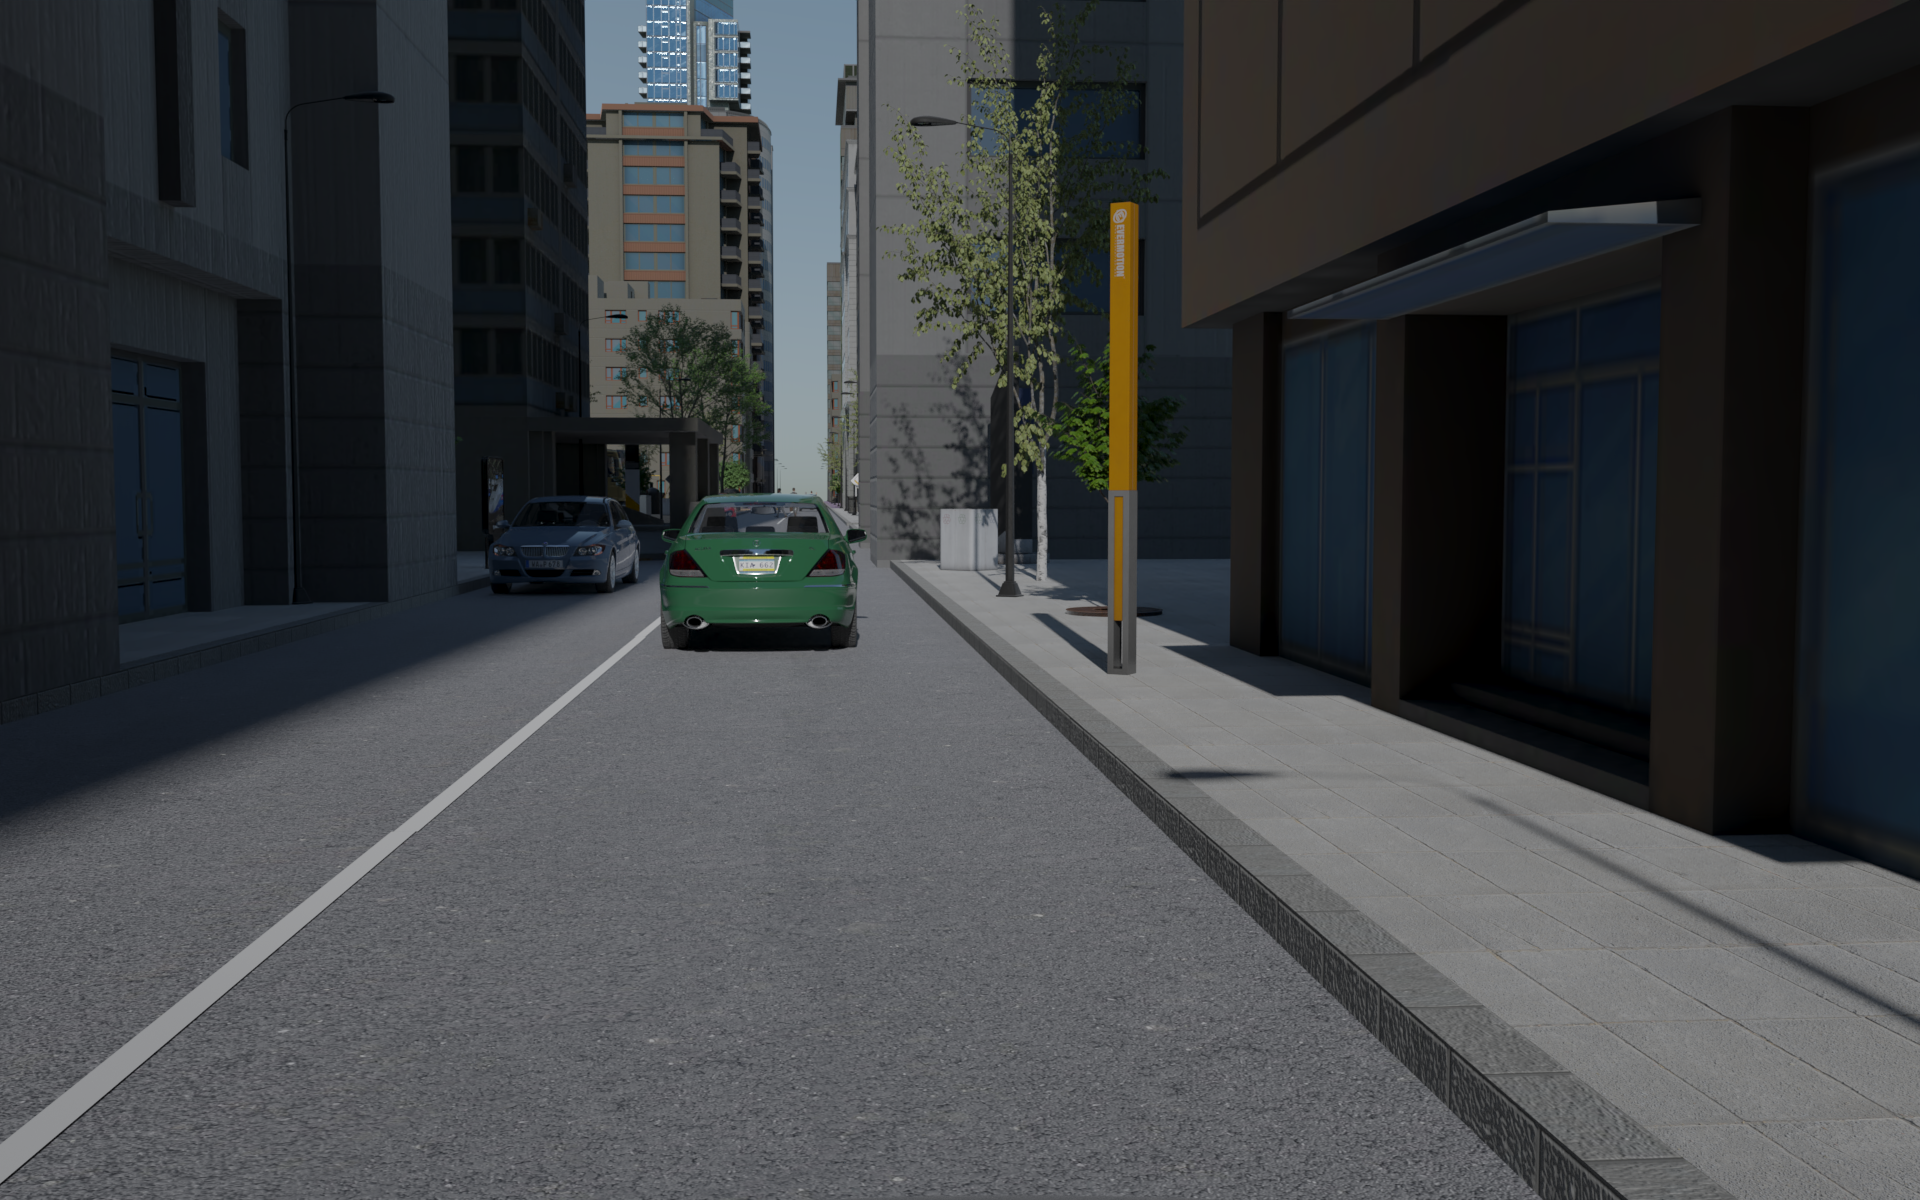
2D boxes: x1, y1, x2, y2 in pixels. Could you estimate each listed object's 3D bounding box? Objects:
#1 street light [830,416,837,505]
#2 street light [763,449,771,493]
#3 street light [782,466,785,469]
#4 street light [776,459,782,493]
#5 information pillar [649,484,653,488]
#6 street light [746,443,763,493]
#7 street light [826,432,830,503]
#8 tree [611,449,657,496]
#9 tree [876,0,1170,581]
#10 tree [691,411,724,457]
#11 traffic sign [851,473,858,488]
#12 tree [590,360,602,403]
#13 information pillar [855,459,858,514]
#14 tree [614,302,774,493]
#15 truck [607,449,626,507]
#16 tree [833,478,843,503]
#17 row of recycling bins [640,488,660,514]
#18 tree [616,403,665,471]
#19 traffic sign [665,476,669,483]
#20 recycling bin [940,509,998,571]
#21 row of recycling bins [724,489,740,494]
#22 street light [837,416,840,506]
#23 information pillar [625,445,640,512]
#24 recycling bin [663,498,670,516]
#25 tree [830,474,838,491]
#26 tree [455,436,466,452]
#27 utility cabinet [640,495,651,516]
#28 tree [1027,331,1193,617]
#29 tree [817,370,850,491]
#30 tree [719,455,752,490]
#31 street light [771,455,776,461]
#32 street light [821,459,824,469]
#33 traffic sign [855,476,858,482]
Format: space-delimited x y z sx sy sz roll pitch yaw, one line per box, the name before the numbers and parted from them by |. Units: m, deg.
street light | -6.878 -8.017 103.616 1.470 5.913 1.316 0 4 -5
street light | -20.676 -12.665 179.607 1.470 5.913 1.316 0 4 -5
street light | -27.633 -17.712 262.135 1.470 5.913 1.316 0 4 -5
street light | -25.549 -16.204 237.475 1.470 5.913 1.316 0 4 -5
information pillar | -20.139 -6.612 112.591 0.304 2.012 0.304 3 5 42
street light | -18.548 -11.134 154.582 1.470 5.913 1.316 0 4 -5
street light | -9.062 -9.585 129.254 1.470 5.913 1.316 0 4 -5
tree | -12.256 -4.361 65.907 1.663 3.219 1.824 0 3 0
tree | 0.972 -4.583 25.297 4.737 8.622 4.395 0 3 0
tree | -22.407 -12.275 151.060 4.737 8.622 4.395 0 3 0
traffic sign | -4.604 -4.614 79.088 0.795 2.450 0.064 0 4 -5
tree | -18.810 -7.953 80.396 4.360 8.622 3.978 0 3 0
information pillar | -6.879 -7.523 114.362 0.183 3.616 0.504 0 4 -7
tree | -15.172 -10.368 95.277 9.928 11.665 9.643 0 3 0
truck | -18.085 -4.760 73.750 9.791 3.379 3.469 0 4 -3
tree | -17.157 -15.518 248.313 1.663 3.219 1.824 0 3 0
row of recycling bins | -20.394 -6.243 109.191 1.069 1.692 3.534 3 4 37
tree | -24.762 -11.322 135.478 4.360 8.622 3.978 0 3 0
traffic sign | -11.601 -4.090 70.507 0.795 2.450 0.064 0 4 -5
recycling bin | 0.154 -1.020 29.232 0.722 1.027 0.722 3 5 41
row of recycling bins | -17.829 -7.804 134.702 1.069 1.692 3.534 -1 4 -18
street light | -4.728 -6.509 78.962 1.470 5.913 1.316 0 4 -5
information pillar | -11.045 -4.105 58.465 0.504 3.616 0.183 -1 4 -14
recycling bin | -17.478 -5.591 103.967 0.722 1.027 0.722 0 4 3
tree | -16.872 -15.893 243.556 4.285 4.588 4.351 0 3 0
tree | -8.820 -2.009 27.450 1.663 3.219 1.824 0 3 0
utility cabinet | -16.738 -4.946 92.036 0.306 1.237 1.020 -2 4 -34
tree | 1.690 -1.451 18.324 1.663 3.219 1.824 0 3 0
tree | -4.848 -8.910 96.047 4.737 8.622 4.395 0 3 0
tree | -19.044 -9.851 144.772 4.285 4.588 4.351 0 3 0
street light | -22.724 -14.173 204.269 1.470 5.913 1.316 0 4 -5
street light | -15.406 -14.251 205.549 1.470 5.913 1.316 0 4 -5
traffic sign | -3.932 -4.128 71.131 0.795 2.450 0.064 0 4 -5
